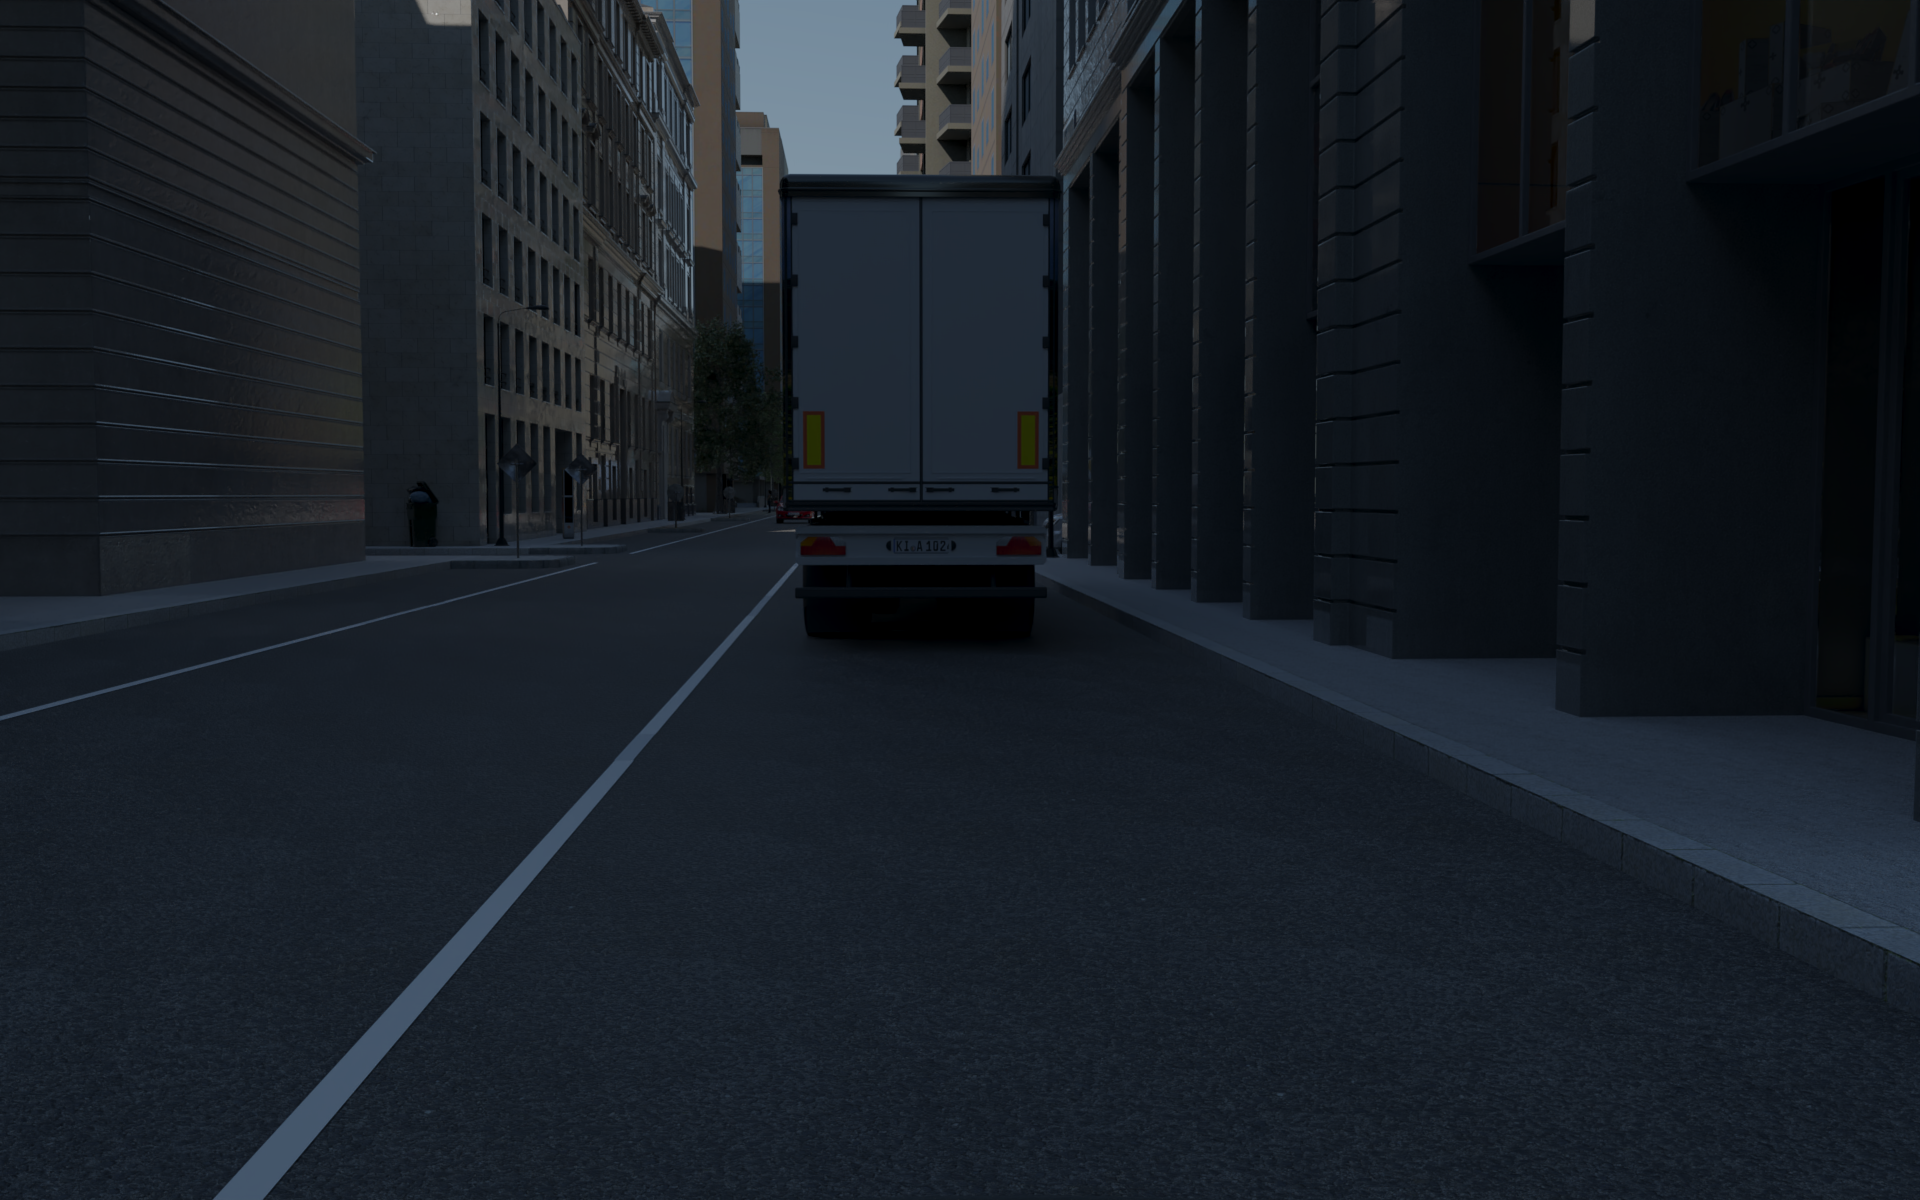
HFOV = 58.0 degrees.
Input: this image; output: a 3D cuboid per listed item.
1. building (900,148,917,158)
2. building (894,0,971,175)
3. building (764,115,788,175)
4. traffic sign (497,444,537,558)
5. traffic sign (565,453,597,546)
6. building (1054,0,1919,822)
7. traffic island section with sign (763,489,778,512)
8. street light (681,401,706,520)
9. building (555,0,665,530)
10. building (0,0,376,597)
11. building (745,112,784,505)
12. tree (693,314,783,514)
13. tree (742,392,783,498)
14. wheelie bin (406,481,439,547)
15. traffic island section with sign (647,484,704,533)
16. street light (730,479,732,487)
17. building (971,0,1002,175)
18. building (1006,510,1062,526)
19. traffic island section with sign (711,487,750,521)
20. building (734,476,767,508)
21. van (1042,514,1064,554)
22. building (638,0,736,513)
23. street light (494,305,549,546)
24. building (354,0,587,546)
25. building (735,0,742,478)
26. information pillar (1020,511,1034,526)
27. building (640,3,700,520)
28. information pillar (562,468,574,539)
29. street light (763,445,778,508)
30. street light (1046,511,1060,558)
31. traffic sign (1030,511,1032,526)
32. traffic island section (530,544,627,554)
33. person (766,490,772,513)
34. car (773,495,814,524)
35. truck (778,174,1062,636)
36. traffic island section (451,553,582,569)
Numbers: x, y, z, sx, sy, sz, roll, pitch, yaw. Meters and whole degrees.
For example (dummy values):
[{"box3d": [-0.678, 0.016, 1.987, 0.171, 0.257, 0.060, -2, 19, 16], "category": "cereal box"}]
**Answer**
[{"box3d": [3.432, -36.651, 218.846, 23.786, 49.044, 30.456, 0, 4, -3], "category": "building"}, {"box3d": [7.253, -27.471, 103.778, 22.147, 44.769, 28.867, 0, 4, -3], "category": "building"}, {"box3d": [-33.220, -36.741, 224.420, 21.300, 48.544, 21.600, 0, 4, -3], "category": "building"}, {"box3d": [-8.841, -1.893, 34.598, 0.795, 2.450, 0.064, 0, 4, -3], "category": "traffic sign"}, {"box3d": [-9.306, -2.381, 42.569, 0.795, 2.450, 0.064, 0, 4, -3], "category": "traffic sign"}, {"box3d": [8.311, -14.835, 20.042, 11.434, 29.767, 29.804, 0, 4, -3], "category": "building"}, {"box3d": [-15.133, -8.141, 141.740, 1.989, 1.847, 2.006, 0, 4, -3], "category": "traffic island section with sign"}, {"box3d": [-13.287, -6.946, 86.107, 1.470, 5.913, 1.316, 0, 4, -3], "category": "street light"}, {"box3d": [-19.656, -16.744, 71.028, 12.463, 27.353, 25.104, 0, 4, -3], "category": "building"}, {"box3d": [-22.642, -11.280, 26.231, 24.055, 21.916, 13.314, 0, 4, -3], "category": "building"}, {"box3d": [-28.108, -34.056, 206.919, 14.600, 45.320, 14.200, 0, 4, -3], "category": "building"}, {"box3d": [-15.377, -11.832, 110.456, 9.611, 12.733, 9.660, 0, 3, 0], "category": "tree"}, {"box3d": [-21.230, -16.791, 192.655, 7.486, 12.596, 7.792, 0, 3, 0], "category": "tree"}, {"box3d": [-13.014, -2.079, 41.892, 0.693, 1.594, 0.980, -2, 4, -32], "category": "wheelie bin"}, {"box3d": [-10.659, -3.456, 65.129, 1.989, 1.847, 2.006, 0, 4, -3], "category": "traffic island section with sign"}, {"box3d": [-15.236, -8.971, 119.211, 1.470, 5.913, 1.316, 0, 4, -3], "category": "street light"}, {"box3d": [7.821, -25.779, 71.603, 14.600, 45.320, 14.200, 0, 4, -3], "category": "building"}, {"box3d": [12.206, -37.423, 50.112, 20.611, 71.187, 20.563, 0, 4, -3], "category": "building"}, {"box3d": [-12.246, -5.124, 92.405, 1.989, 1.847, 2.006, 0, 4, -3], "category": "traffic island section with sign"}, {"box3d": [-35.629, -29.230, 169.790, 32.217, 40.220, 23.993, 0, 4, -3], "category": "building"}, {"box3d": [3.802, -1.920, 38.411, 4.112, 2.044, 2.013, 0, 4, -2], "category": "van"}, {"box3d": [-23.375, -28.954, 123.508, 14.600, 45.320, 14.200, 0, 4, -3], "category": "building"}, {"box3d": [-10.791, -4.290, 42.678, 1.470, 5.913, 1.316, 0, 4, -3], "category": "street light"}, {"box3d": [-17.492, -11.949, 50.115, 10.420, 20.320, 16.860, 0, 4, -3], "category": "building"}, {"box3d": [-32.323, -33.906, 143.605, 28.713, 52.752, 27.495, 0, 4, -3], "category": "building"}, {"box3d": [1.636, -2.317, 42.369, 0.304, 2.012, 0.304, 1, 4, 16], "category": "information pillar"}, {"box3d": [-21.544, -18.812, 93.483, 13.634, 28.700, 20.117, 0, 4, -3], "category": "building"}, {"box3d": [-11.229, -2.759, 49.609, 0.304, 2.012, 0.304, -1, 4, -20], "category": "information pillar"}, {"box3d": [-17.878, -11.693, 163.715, 1.470, 5.913, 1.316, 0, 4, -3], "category": "street light"}, {"box3d": [1.297, -3.810, 34.830, 1.470, 5.913, 1.316, 0, 4, -3], "category": "street light"}, {"box3d": [1.437, -1.929, 35.175, 0.795, 2.450, 0.064, 0, 4, -3], "category": "traffic sign"}, {"box3d": [-9.329, -1.245, 42.630, 2.009, 0.180, 2.903, 0, 4, -3], "category": "traffic island section"}, {"box3d": [-14.359, -7.371, 129.731, 0.721, 1.735, 1.217, 0, 4, 2], "category": "person"}, {"box3d": [-8.124, -4.684, 85.625, 2.155, 1.783, 4.494, 0, 4, -3], "category": "car"}, {"box3d": [-0.527, -1.952, 20.827, 2.839, 4.237, 11.283, 0, 4, -2], "category": "truck"}, {"box3d": [-8.864, -0.757, 34.658, 2.009, 0.180, 2.903, 0, 4, -3], "category": "traffic island section"}]
